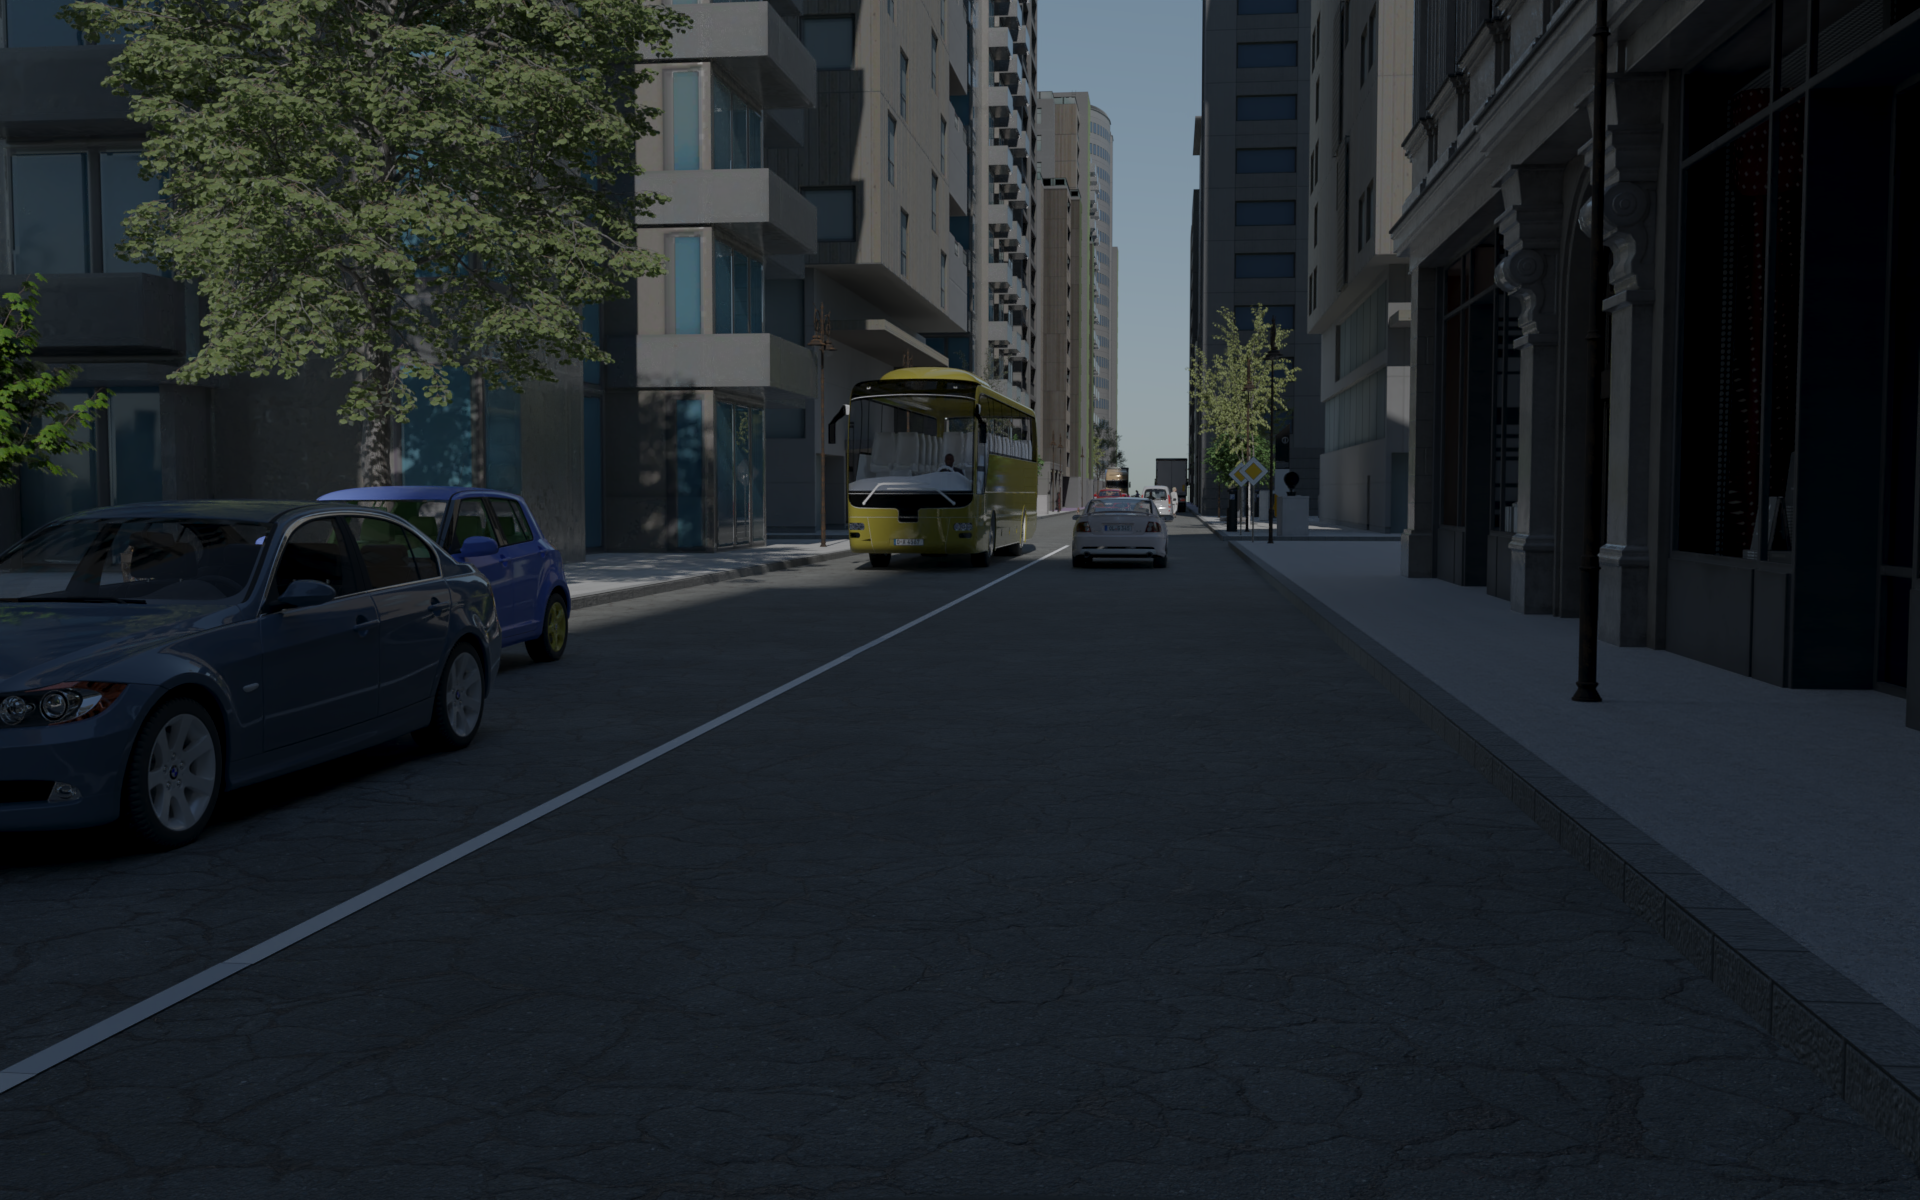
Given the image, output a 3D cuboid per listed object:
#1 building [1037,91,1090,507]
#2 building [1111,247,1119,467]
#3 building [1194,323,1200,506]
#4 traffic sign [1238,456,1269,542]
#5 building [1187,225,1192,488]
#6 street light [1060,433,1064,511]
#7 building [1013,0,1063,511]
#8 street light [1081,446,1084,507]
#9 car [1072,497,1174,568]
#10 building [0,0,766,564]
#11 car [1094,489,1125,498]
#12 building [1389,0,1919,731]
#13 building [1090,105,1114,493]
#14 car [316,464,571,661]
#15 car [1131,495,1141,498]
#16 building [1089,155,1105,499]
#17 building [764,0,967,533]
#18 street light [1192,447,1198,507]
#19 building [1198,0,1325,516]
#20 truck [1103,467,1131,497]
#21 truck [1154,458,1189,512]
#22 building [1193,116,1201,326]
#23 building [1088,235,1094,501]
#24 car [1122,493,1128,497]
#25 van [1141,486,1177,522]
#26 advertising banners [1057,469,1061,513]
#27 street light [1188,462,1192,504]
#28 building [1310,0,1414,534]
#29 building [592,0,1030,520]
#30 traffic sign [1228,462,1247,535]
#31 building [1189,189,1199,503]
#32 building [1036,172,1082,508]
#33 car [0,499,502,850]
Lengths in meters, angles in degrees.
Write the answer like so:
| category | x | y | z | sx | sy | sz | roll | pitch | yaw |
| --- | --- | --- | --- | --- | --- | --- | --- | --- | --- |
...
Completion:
| category | x | y | z | sx | sy | sz | roll | pitch | yaw |
| --- | --- | --- | --- | --- | --- | --- | --- | --- | --- |
| building | 5.505 | -29.859 | 171.781 | 14.154 | 41.232 | 14.086 | 0 | 4 | 7 |
| building | 18.184 | -36.421 | 279.074 | 14.154 | 41.232 | 14.086 | 0 | 4 | 7 |
| building | 39.626 | -20.992 | 188.253 | 27.650 | 21.520 | 28.899 | 0 | 4 | 7 |
| traffic sign | 7.794 | -2.593 | 46.041 | 0.795 | 2.450 | 0.064 | 0 | 4 | 7 |
| building | 43.870 | -38.430 | 278.435 | 14.600 | 45.320 | 14.200 | 0 | 4 | 7 |
| street light | 7.616 | -9.702 | 131.417 | 0.468 | 5.910 | 1.993 | 0 | 4 | 7 |
| building | -2.084 | -42.918 | 139.958 | 20.563 | 71.187 | 20.611 | 0 | 4 | 7 |
| street light | 11.701 | -11.800 | 165.715 | 0.468 | 5.910 | 1.993 | 0 | 4 | 7 |
| car | 3.279 | -1.390 | 35.083 | 2.083 | 1.381 | 4.827 | 0 | 4 | 7 |
| building | -19.138 | -25.582 | 37.880 | 30.456 | 49.044 | 23.786 | 0 | 4 | 7 |
| car | 10.966 | -7.224 | 126.777 | 2.281 | 1.827 | 5.304 | 0 | 4 | 7 |
| building | 11.191 | -10.639 | 24.858 | 10.553 | 20.767 | 40.483 | 0 | 4 | 7 |
| building | 11.667 | -43.794 | 258.029 | 21.231 | 58.520 | 28.212 | 0 | 4 | 7 |
| car | -4.424 | -0.249 | 13.669 | 1.945 | 1.707 | 3.694 | 0 | 4 | 7 |
| car | 28.614 | -16.546 | 283.114 | 1.945 | 1.354 | 3.894 | 1 | 4 | 9 |
| building | 6.962 | -37.250 | 228.644 | 23.786 | 49.044 | 30.456 | 0 | 4 | 7 |
| building | -14.274 | -29.327 | 68.741 | 28.713 | 52.752 | 27.495 | 0 | 4 | 7 |
| street light | 23.258 | -12.047 | 169.755 | 0.468 | 5.910 | 1.993 | 0 | 4 | 7 |
| building | 26.278 | -34.885 | 112.369 | 21.231 | 58.520 | 28.212 | 0 | 4 | 7 |
| truck | 16.680 | -11.925 | 183.889 | 2.839 | 4.237 | 11.283 | 0 | 4 | 5 |
| truck | 17.116 | -9.253 | 140.198 | 2.839 | 4.237 | 11.283 | 0 | 4 | 7 |
| building | 45.904 | -39.437 | 234.037 | 28.713 | 52.752 | 27.495 | 0 | 4 | 7 |
| building | 7.056 | -25.345 | 186.095 | 14.160 | 30.474 | 14.107 | 0 | 4 | 7 |
| car | 13.270 | -8.287 | 144.525 | 2.155 | 1.783 | 4.494 | 1 | 4 | 8 |
| van | 10.157 | -5.043 | 89.457 | 2.013 | 2.044 | 4.112 | 1 | 4 | 8 |
| advertising banners | 6.927 | -7.630 | 120.940 | 0.090 | 3.025 | 2.074 | 1 | 4 | 9 |
| street light | 27.484 | -14.144 | 204.036 | 0.468 | 5.910 | 1.993 | 0 | 4 | 7 |
| building | 27.240 | -29.033 | 63.929 | 27.495 | 52.752 | 28.713 | 0 | 4 | 7 |
| building | -7.214 | -30.152 | 112.594 | 23.786 | 49.044 | 30.456 | 0 | 4 | 7 |
| traffic sign | 8.756 | -3.078 | 53.968 | 0.795 | 2.450 | 0.064 | 0 | 4 | 7 |
| building | 45.368 | -38.865 | 259.136 | 21.300 | 48.544 | 21.600 | 0 | 4 | 7 |
| building | 3.733 | -23.636 | 158.150 | 14.160 | 30.474 | 14.107 | 0 | 4 | 7 |
| car | -3.795 | 0.209 | 8.578 | 2.014 | 1.417 | 4.499 | 0 | 4 | 8 |
